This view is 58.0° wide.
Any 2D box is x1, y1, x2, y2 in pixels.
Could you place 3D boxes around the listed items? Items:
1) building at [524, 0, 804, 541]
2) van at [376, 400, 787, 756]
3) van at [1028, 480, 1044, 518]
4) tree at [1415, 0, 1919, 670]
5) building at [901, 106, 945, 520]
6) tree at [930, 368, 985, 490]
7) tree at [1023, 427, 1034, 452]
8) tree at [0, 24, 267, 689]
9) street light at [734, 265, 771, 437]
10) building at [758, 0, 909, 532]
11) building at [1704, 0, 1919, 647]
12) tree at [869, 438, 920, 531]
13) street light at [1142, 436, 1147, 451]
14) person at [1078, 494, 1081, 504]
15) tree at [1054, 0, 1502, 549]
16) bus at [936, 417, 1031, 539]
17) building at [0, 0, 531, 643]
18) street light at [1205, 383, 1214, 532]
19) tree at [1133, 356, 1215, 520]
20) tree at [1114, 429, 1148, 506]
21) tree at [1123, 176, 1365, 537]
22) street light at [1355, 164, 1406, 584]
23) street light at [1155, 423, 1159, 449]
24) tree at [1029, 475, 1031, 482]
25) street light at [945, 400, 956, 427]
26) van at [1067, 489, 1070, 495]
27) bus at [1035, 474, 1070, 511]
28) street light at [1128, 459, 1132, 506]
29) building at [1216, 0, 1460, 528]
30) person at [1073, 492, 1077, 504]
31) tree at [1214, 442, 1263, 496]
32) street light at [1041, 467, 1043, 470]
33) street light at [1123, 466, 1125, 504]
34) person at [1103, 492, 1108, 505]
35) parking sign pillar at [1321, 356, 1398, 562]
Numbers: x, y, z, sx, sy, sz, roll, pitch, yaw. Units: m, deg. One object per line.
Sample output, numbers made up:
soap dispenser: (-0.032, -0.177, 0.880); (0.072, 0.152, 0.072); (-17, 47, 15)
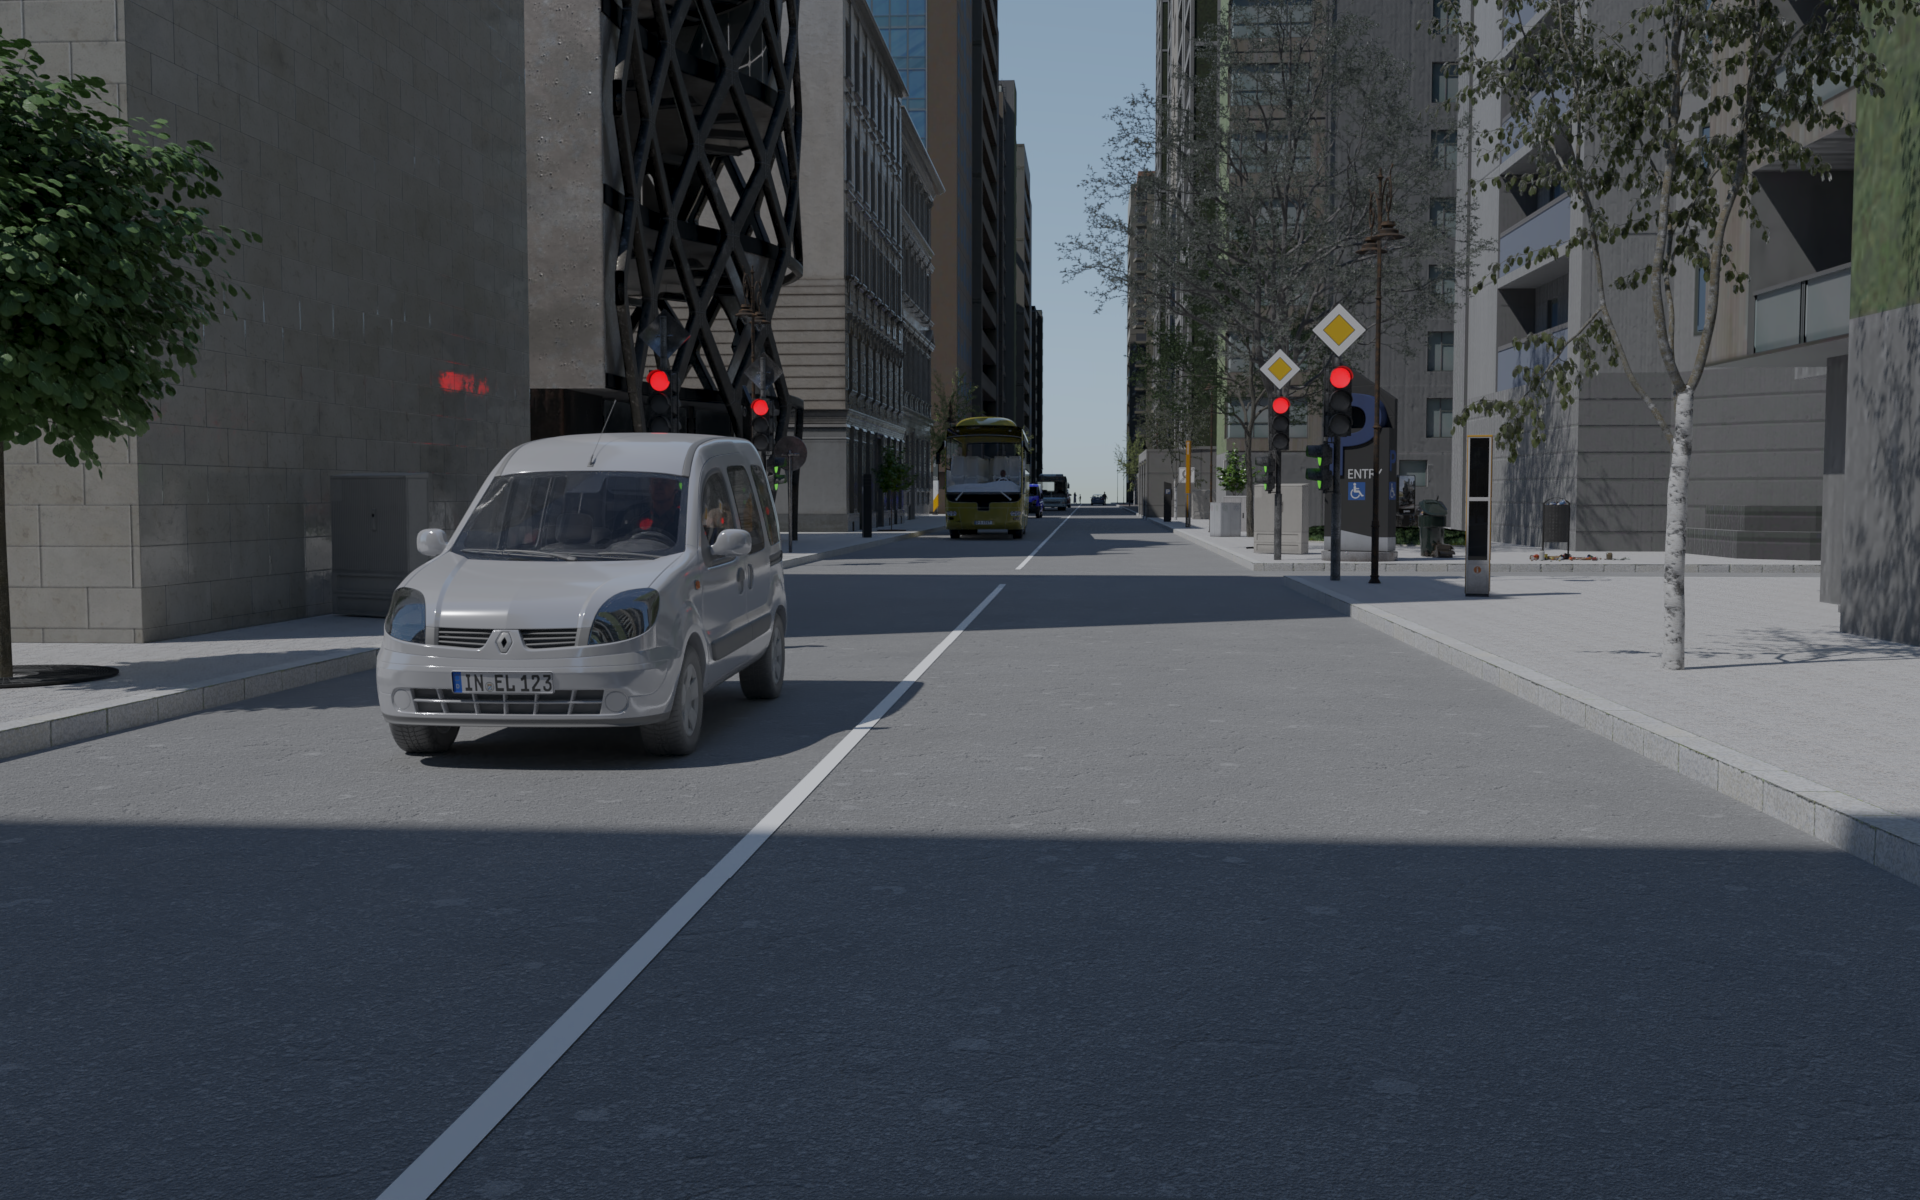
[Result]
building: (-12.676, -10.796, 43.960); (16.820, 18.784, 16.811); (0, 4, 4)
van: (-2.185, -0.234, 10.838); (2.013, 2.044, 4.112); (0, 4, 4)
van: (3.970, -6.113, 104.335); (2.240, 2.365, 5.245); (0, 4, 5)
tree: (5.278, -3.810, 12.648); (4.360, 8.622, 3.978); (0, 3, 0)
building: (-7.381, -15.312, 86.506); (11.583, 22.565, 21.152); (0, 4, 4)
tree: (-0.649, -9.153, 100.021); (4.737, 8.622, 4.395); (0, 3, 0)
tree: (5.956, -14.424, 186.198); (4.737, 8.622, 4.395); (0, 3, 0)
tree: (-6.555, -1.725, 11.918); (4.285, 4.588, 4.351); (0, 3, 0)
street light: (-4.188, -3.814, 35.143); (0.468, 5.910, 1.993); (0, 4, 4)
building: (-7.761, -13.304, 66.677); (9.793, 20.994, 18.267); (0, 4, 4)
building: (15.296, -20.330, 15.987); (14.154, 41.232, 14.086); (0, 4, 4)
tree: (-2.363, -3.979, 59.651); (1.663, 3.219, 1.824); (0, 3, 0)
street light: (14.315, -9.880, 134.324); (0.468, 5.910, 1.993); (0, 4, 4)
person: (17.123, -14.401, 247.214); (0.557, 1.426, 1.065); (-1, 4, -17)
tree: (7.316, -7.924, 39.921); (12.009, 13.543, 11.850); (0, 3, 0)
bus: (1.019, -4.121, 58.928); (2.896, 3.916, 12.252); (0, 4, 3)
building: (-14.995, -10.110, 20.047); (16.860, 20.320, 10.420); (0, 4, 4)
street light: (8.422, -5.211, 57.993); (0.468, 5.910, 1.993); (0, 4, 4)
tree: (10.684, -8.274, 85.641); (4.360, 8.622, 3.978); (0, 3, 0)
tree: (19.274, -14.877, 193.605); (4.737, 8.622, 4.395); (0, 3, 0)
tree: (8.356, -7.154, 51.381); (7.601, 10.594, 8.767); (-1, 4, -14)
street light: (5.955, -3.175, 24.699); (0.468, 5.910, 1.993); (0, 4, 4)
street light: (12.295, -8.278, 108.127); (0.468, 5.910, 1.993); (0, 4, 4)
tree: (5.700, -11.891, 178.135); (4.285, 4.588, 4.351); (0, 3, 0)
street light: (-0.460, -6.889, 85.424); (0.468, 5.910, 1.993); (0, 4, 4)
van: (12.231, -12.473, 208.321); (2.240, 2.365, 5.245); (0, 4, 6)
bus: (8.079, -9.659, 152.788); (2.948, 3.499, 13.247); (0, 4, 2)
street light: (18.070, -12.942, 184.394); (0.468, 5.910, 1.993); (0, 4, 4)
building: (17.775, -23.752, 71.945); (14.154, 41.232, 14.086); (0, 4, 4)
person: (17.358, -15.425, 261.366); (0.621, 1.740, 0.551); (3, 4, 38)
tree: (10.144, -4.263, 64.298); (1.663, 3.219, 1.824); (0, 3, 0)
street light: (11.561, -16.590, 244.039); (0.468, 5.910, 1.993); (0, 4, 4)
street light: (20.517, -14.929, 216.883); (0.468, 5.910, 1.993); (0, 4, 4)
person: (18.790, -13.199, 224.851); (0.434, 1.755, 0.990); (-3, 5, -43)
parking sign pillar: (7.720, -2.745, 33.357); (1.447, 3.967, 1.447); (2, 4, 35)
